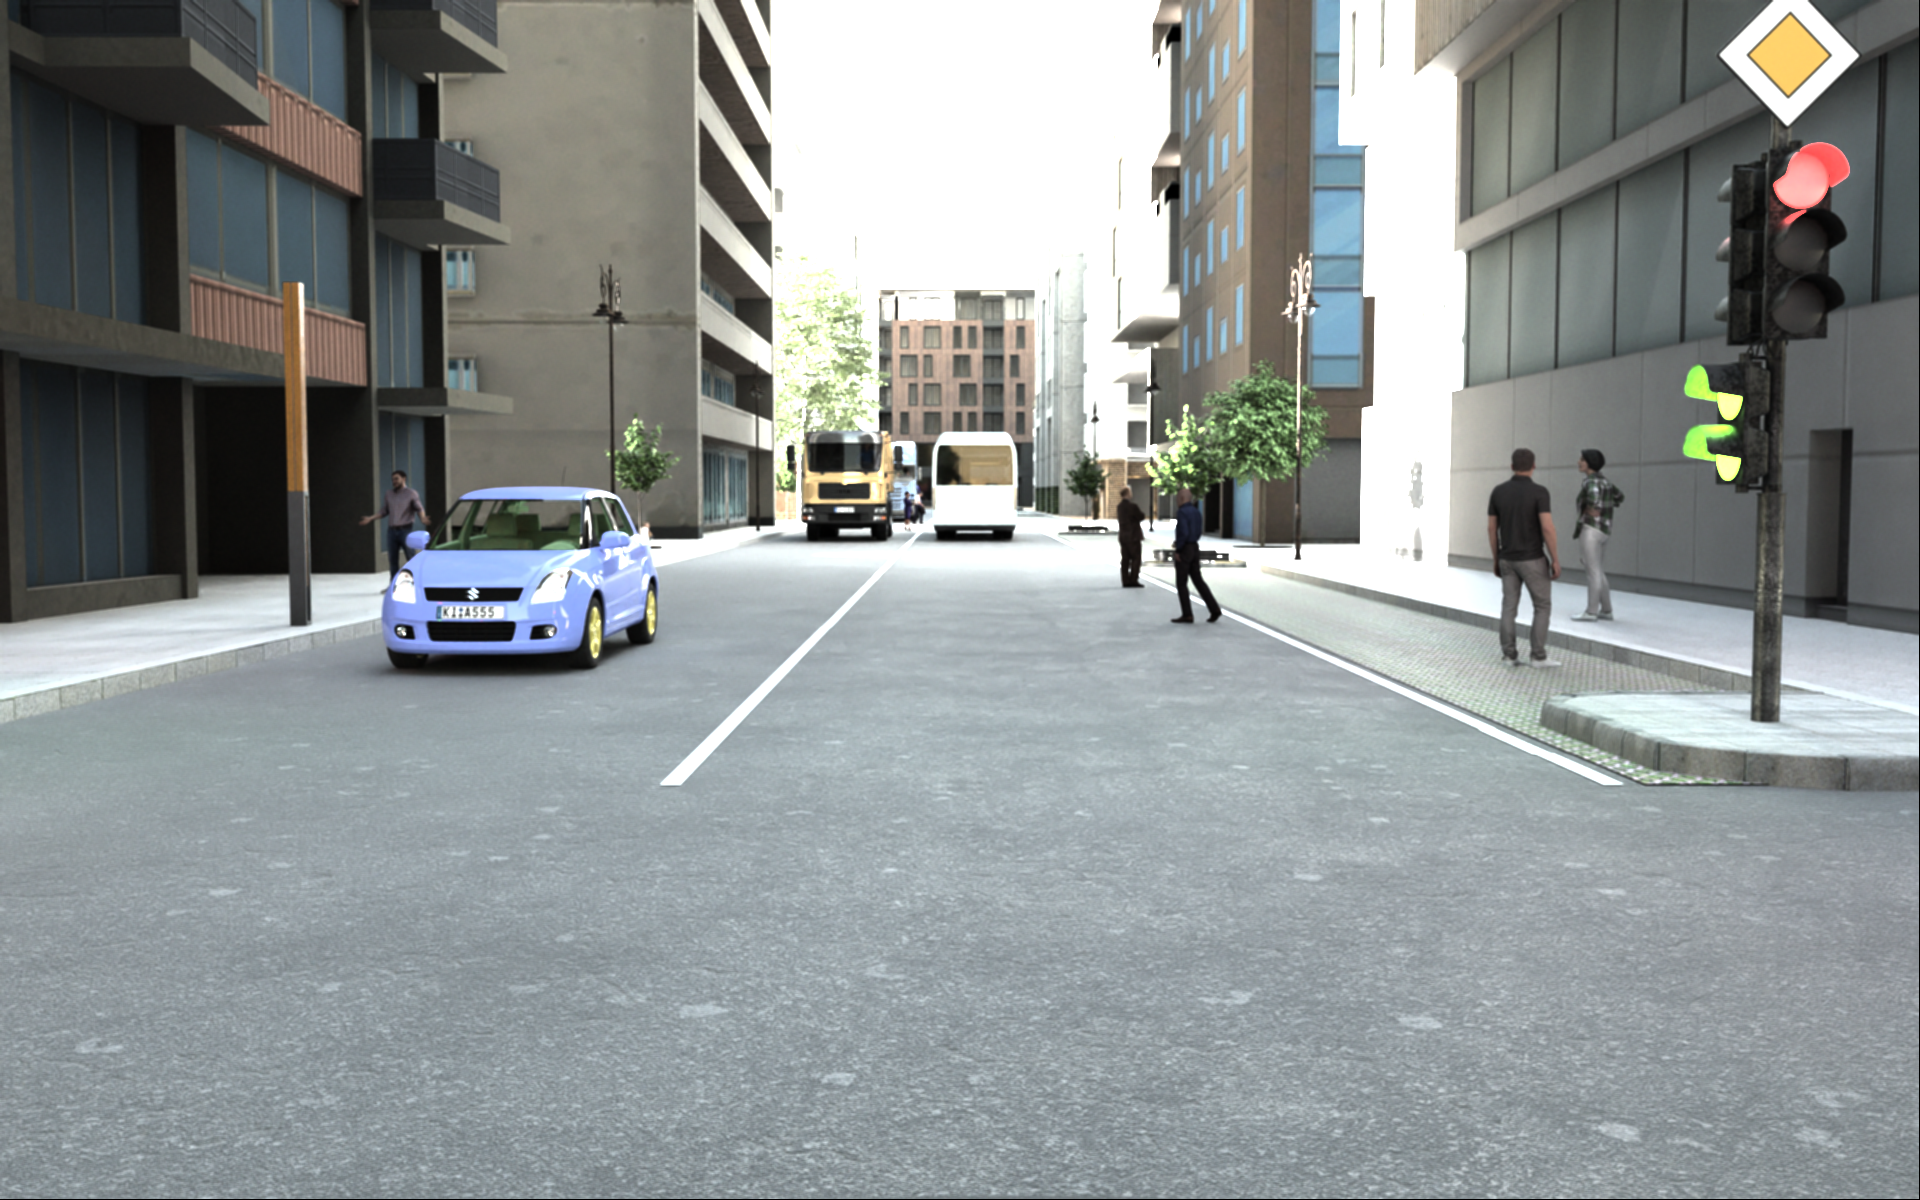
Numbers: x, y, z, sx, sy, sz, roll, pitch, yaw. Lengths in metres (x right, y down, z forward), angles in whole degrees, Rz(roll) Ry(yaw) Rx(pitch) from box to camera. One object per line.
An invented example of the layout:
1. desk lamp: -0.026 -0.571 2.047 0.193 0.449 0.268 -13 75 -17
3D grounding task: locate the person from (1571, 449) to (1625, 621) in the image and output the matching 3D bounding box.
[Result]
1. person: 6.427 -0.657 17.511 0.376 1.734 0.841 3 5 43

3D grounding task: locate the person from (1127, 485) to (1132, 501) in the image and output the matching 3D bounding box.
1. person: 8.466 -4.960 87.869 0.721 1.736 1.217 1 4 13

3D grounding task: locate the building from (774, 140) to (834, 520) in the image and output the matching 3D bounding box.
1. building: -15.196 -14.328 90.691 16.016 20.091 11.380 0 3 0

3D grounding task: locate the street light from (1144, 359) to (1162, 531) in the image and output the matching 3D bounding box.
1. street light: 6.575 -5.294 59.345 0.468 5.910 1.993 0 3 0

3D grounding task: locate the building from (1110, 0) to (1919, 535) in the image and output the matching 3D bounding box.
1. building: 20.706 -29.426 70.348 28.713 52.752 27.495 0 3 0

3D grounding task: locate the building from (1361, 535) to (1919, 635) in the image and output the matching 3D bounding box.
1. building: 20.973 -26.476 22.114 27.495 52.752 28.713 0 3 0

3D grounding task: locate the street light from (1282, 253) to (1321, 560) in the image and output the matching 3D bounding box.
1. street light: 6.550 -3.707 33.390 0.468 5.910 1.993 0 3 0

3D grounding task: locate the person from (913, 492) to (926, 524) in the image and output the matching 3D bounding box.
1. person: -1.938 -4.373 82.218 0.590 1.554 0.614 0 4 6

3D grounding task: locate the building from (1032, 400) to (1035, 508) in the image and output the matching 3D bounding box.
1. building: 11.211 -12.513 146.730 9.099 9.664 28.070 0 3 0

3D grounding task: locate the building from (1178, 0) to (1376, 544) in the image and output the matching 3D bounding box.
1. building: 14.211 -24.443 49.757 14.600 45.320 14.200 0 3 0

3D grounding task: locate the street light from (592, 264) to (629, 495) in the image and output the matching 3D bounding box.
1. street light: -7.035 -3.807 35.028 0.468 5.910 1.993 0 3 0

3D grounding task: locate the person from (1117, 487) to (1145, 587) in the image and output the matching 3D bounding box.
1. person: 2.622 -0.974 26.697 0.388 1.546 0.482 -2 4 -29

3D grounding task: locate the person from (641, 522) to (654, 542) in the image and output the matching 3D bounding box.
1. person: -8.457 -1.838 46.567 0.381 0.543 0.357 1 4 11

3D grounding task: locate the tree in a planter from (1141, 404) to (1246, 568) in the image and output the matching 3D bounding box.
1. tree in a planter: 4.542 -2.272 34.368 1.991 3.239 1.994 0 3 0

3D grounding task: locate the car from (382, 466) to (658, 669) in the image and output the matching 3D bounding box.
1. car: -3.804 -0.352 15.344 1.945 1.707 3.694 0 4 1

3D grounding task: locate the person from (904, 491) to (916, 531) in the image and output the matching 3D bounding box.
1. person: -1.940 -3.484 67.835 0.546 1.535 0.453 1 4 10

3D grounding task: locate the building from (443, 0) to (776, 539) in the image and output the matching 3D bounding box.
1. building: -18.052 -26.557 57.913 21.300 48.544 21.600 0 3 0

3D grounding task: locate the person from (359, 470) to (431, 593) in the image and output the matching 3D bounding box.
1. person: -7.251 -0.881 22.413 0.963 1.587 0.435 0 4 3

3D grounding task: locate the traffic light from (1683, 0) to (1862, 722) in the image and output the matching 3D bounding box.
1. traffic light: 4.536 -1.270 9.684 0.839 4.253 0.868 0 3 0

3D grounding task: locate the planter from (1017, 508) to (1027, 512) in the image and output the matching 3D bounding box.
1. planter: 4.374 -7.248 139.646 1.991 0.319 1.994 0 3 0

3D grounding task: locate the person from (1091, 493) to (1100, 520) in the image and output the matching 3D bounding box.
1. person: 6.759 -4.903 86.943 0.721 1.736 1.217 0 4 -6

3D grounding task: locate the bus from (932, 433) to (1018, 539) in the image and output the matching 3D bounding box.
1. bus: 0.492 -3.884 58.359 2.948 3.499 13.247 0 4 0

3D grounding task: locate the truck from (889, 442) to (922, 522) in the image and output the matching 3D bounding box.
1. truck: -3.507 -6.461 95.398 2.967 4.110 18.799 0 4 -1

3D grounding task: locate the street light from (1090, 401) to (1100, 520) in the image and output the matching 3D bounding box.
1. street light: 6.567 -6.831 84.477 0.468 5.910 1.993 0 3 0

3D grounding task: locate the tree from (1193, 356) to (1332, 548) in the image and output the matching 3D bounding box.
1. tree: 7.171 -3.529 41.417 4.285 4.588 4.351 0 3 0

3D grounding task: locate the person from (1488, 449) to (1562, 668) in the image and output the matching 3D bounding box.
1. person: 4.687 -0.349 14.329 0.434 1.807 0.598 -2 4 -33

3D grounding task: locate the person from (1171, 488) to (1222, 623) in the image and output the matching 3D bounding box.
1. person: 2.550 -0.501 19.388 0.574 1.496 0.600 -2 4 -28

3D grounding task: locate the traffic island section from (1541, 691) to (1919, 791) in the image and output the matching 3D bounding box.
1. traffic island section: 4.576 0.763 9.798 2.009 0.180 2.903 0 3 0

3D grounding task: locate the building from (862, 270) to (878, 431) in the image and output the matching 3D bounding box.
1. building: -13.090 -18.134 152.905 11.380 20.091 16.016 0 3 0

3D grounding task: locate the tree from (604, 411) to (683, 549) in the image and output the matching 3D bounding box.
1. tree: -7.653 -2.827 40.829 1.663 3.219 1.824 0 3 0

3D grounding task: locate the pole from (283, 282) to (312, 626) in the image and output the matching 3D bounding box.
1. pole: -6.433 -1.405 16.809 0.158 3.312 0.155 0 3 0

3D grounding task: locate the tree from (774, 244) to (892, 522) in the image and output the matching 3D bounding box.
1. tree: -6.854 -9.844 79.071 7.486 12.596 7.792 0 3 0

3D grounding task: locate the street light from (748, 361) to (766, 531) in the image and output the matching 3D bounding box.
1. street light: -7.036 -5.344 60.160 0.468 5.910 1.993 0 3 0

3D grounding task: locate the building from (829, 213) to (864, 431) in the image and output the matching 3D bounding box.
1. building: -21.678 -17.125 123.965 27.936 21.610 32.646 0 3 0

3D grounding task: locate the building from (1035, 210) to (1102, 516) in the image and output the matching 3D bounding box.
1. building: 14.164 -15.296 116.549 16.747 18.905 31.486 0 3 0

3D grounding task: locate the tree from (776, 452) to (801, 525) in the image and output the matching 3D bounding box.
1. tree: -7.100 -4.724 71.845 1.663 3.219 1.824 0 3 0

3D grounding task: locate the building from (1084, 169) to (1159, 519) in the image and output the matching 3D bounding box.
1. building: 14.980 -14.587 94.915 16.016 20.091 11.380 0 3 0

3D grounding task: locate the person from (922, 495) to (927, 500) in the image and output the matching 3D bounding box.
1. person: -3.535 -8.638 149.874 1.348 1.807 0.705 0 4 -2

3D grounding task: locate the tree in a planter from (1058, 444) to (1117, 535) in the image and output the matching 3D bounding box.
1. tree in a planter: 4.486 -3.920 61.311 1.991 3.239 1.994 0 3 0

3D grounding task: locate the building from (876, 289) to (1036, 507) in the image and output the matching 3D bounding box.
1. building: 7.943 -20.725 182.826 32.646 21.610 27.936 0 3 0

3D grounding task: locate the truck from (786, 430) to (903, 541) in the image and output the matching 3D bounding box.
1. truck: -3.491 -3.627 55.220 3.469 3.379 9.791 0 4 -1

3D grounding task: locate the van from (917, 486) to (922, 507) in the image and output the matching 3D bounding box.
1. van: -3.756 -7.190 121.943 2.240 2.365 5.245 0 4 1

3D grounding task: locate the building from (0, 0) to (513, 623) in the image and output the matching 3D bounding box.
1. building: -19.048 -22.500 22.503 22.147 44.769 28.867 0 3 0
